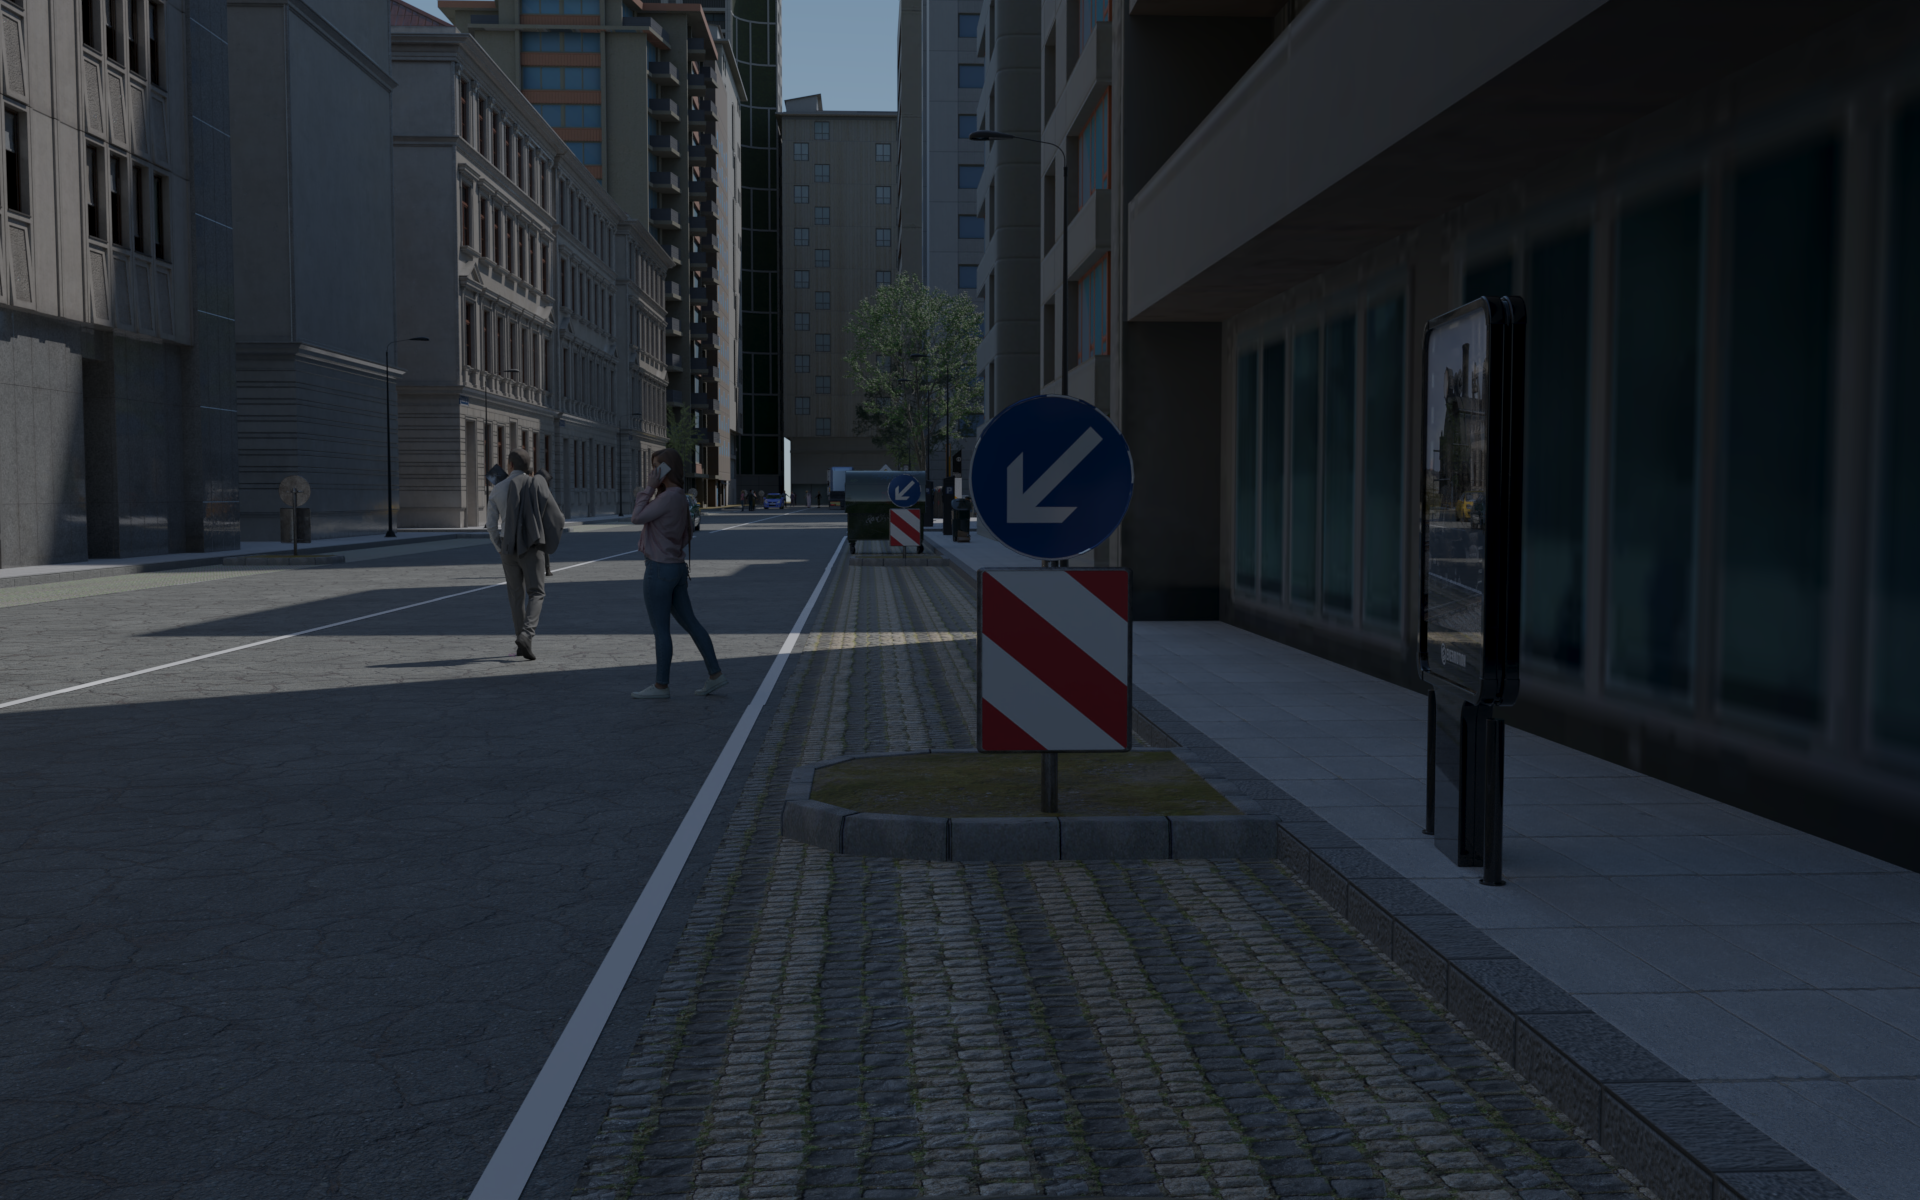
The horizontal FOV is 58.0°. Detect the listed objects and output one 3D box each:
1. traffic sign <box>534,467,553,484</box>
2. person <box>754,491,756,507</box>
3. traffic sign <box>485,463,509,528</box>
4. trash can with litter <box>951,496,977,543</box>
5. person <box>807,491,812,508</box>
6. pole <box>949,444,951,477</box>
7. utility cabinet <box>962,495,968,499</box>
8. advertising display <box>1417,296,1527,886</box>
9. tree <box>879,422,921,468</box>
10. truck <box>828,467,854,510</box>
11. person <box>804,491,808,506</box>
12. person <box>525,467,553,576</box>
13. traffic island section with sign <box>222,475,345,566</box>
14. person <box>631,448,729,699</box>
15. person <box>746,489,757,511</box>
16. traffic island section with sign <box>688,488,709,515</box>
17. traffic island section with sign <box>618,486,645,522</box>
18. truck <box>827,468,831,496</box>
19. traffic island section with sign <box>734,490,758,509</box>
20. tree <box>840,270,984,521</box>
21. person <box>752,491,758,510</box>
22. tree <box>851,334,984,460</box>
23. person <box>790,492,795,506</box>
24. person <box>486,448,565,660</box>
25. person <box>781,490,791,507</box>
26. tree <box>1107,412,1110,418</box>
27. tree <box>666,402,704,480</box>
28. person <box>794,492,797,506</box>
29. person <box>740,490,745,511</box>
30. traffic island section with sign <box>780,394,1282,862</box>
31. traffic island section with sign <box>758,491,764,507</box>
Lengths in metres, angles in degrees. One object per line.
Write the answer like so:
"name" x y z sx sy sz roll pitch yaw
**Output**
"traffic sign" -15.612 -3.740 64.795 0.795 2.450 0.064 0 4 -3
"person" -20.802 -10.185 175.735 0.721 1.736 1.217 -2 4 -27
"traffic sign" -15.189 -3.253 56.821 0.795 2.450 0.064 0 4 -3
"trash can with litter" 0.113 -2.125 46.132 0.624 1.170 1.055 -1 4 -10
"person" -15.103 -10.061 173.663 0.551 1.740 0.621 0 4 7
"pole" -0.471 -4.667 70.141 0.158 3.312 0.155 0 3 0
"utility cabinet" -0.008 -5.504 101.147 1.020 1.237 0.306 -1 4 -19
"advertising display" 1.773 -0.053 6.073 0.123 1.923 0.974 0 4 3
"tree" -4.723 -11.916 145.185 4.737 8.622 4.395 0 3 0
"truck" -11.253 -10.769 165.824 2.967 4.110 18.799 0 4 -4
"person" -18.197 -12.047 205.550 0.705 1.814 1.350 -2 4 -25
"person" -7.441 -1.364 30.172 0.648 1.900 0.474 -1 4 -11
"traffic island section with sign" -13.752 -1.641 35.458 1.989 1.847 2.006 0 4 -3
"person" -1.978 -0.189 12.183 0.643 1.750 0.593 0 4 7
"person" -17.525 -8.360 145.212 1.348 1.821 0.705 3 4 38
"traffic island section with sign" -18.101 -6.656 117.445 1.989 1.847 2.006 0 4 -3
"traffic island section with sign" -16.640 -4.976 89.980 1.989 1.847 2.006 0 4 -3
"truck" -13.303 -12.415 191.896 2.839 4.237 11.283 0 4 -3
"traffic island section with sign" -20.702 -9.655 166.490 1.989 1.847 2.006 0 4 -3
"tree" -1.882 -9.541 81.745 9.928 11.665 9.643 0 3 0
"person" -18.009 -8.679 151.127 0.721 1.736 1.217 2 4 30
"tree" -2.365 -10.091 99.401 8.767 10.594 7.601 1 4 10
"person" -19.449 -11.707 200.822 0.541 1.710 0.530 0 4 1
"person" -3.790 -0.400 15.136 0.679 1.850 0.850 0 4 -4
"person" -18.678 -10.781 184.749 1.348 1.826 0.705 -2 4 -26
"tree" 2.772 -1.724 22.795 1.663 3.219 1.824 0 3 0
"tree" -22.413 -11.451 137.582 4.737 8.622 4.395 0 3 0
"person" -20.679 -12.663 217.011 0.415 1.643 0.593 -1 4 -8
"person" -18.012 -8.169 142.781 0.721 1.743 1.217 0 4 -6
"traffic island section with sign" 0.221 0.059 7.661 1.989 1.847 2.006 0 4 -3
"traffic island section with sign" -22.137 -11.315 193.621 1.989 1.847 2.006 0 4 -3
